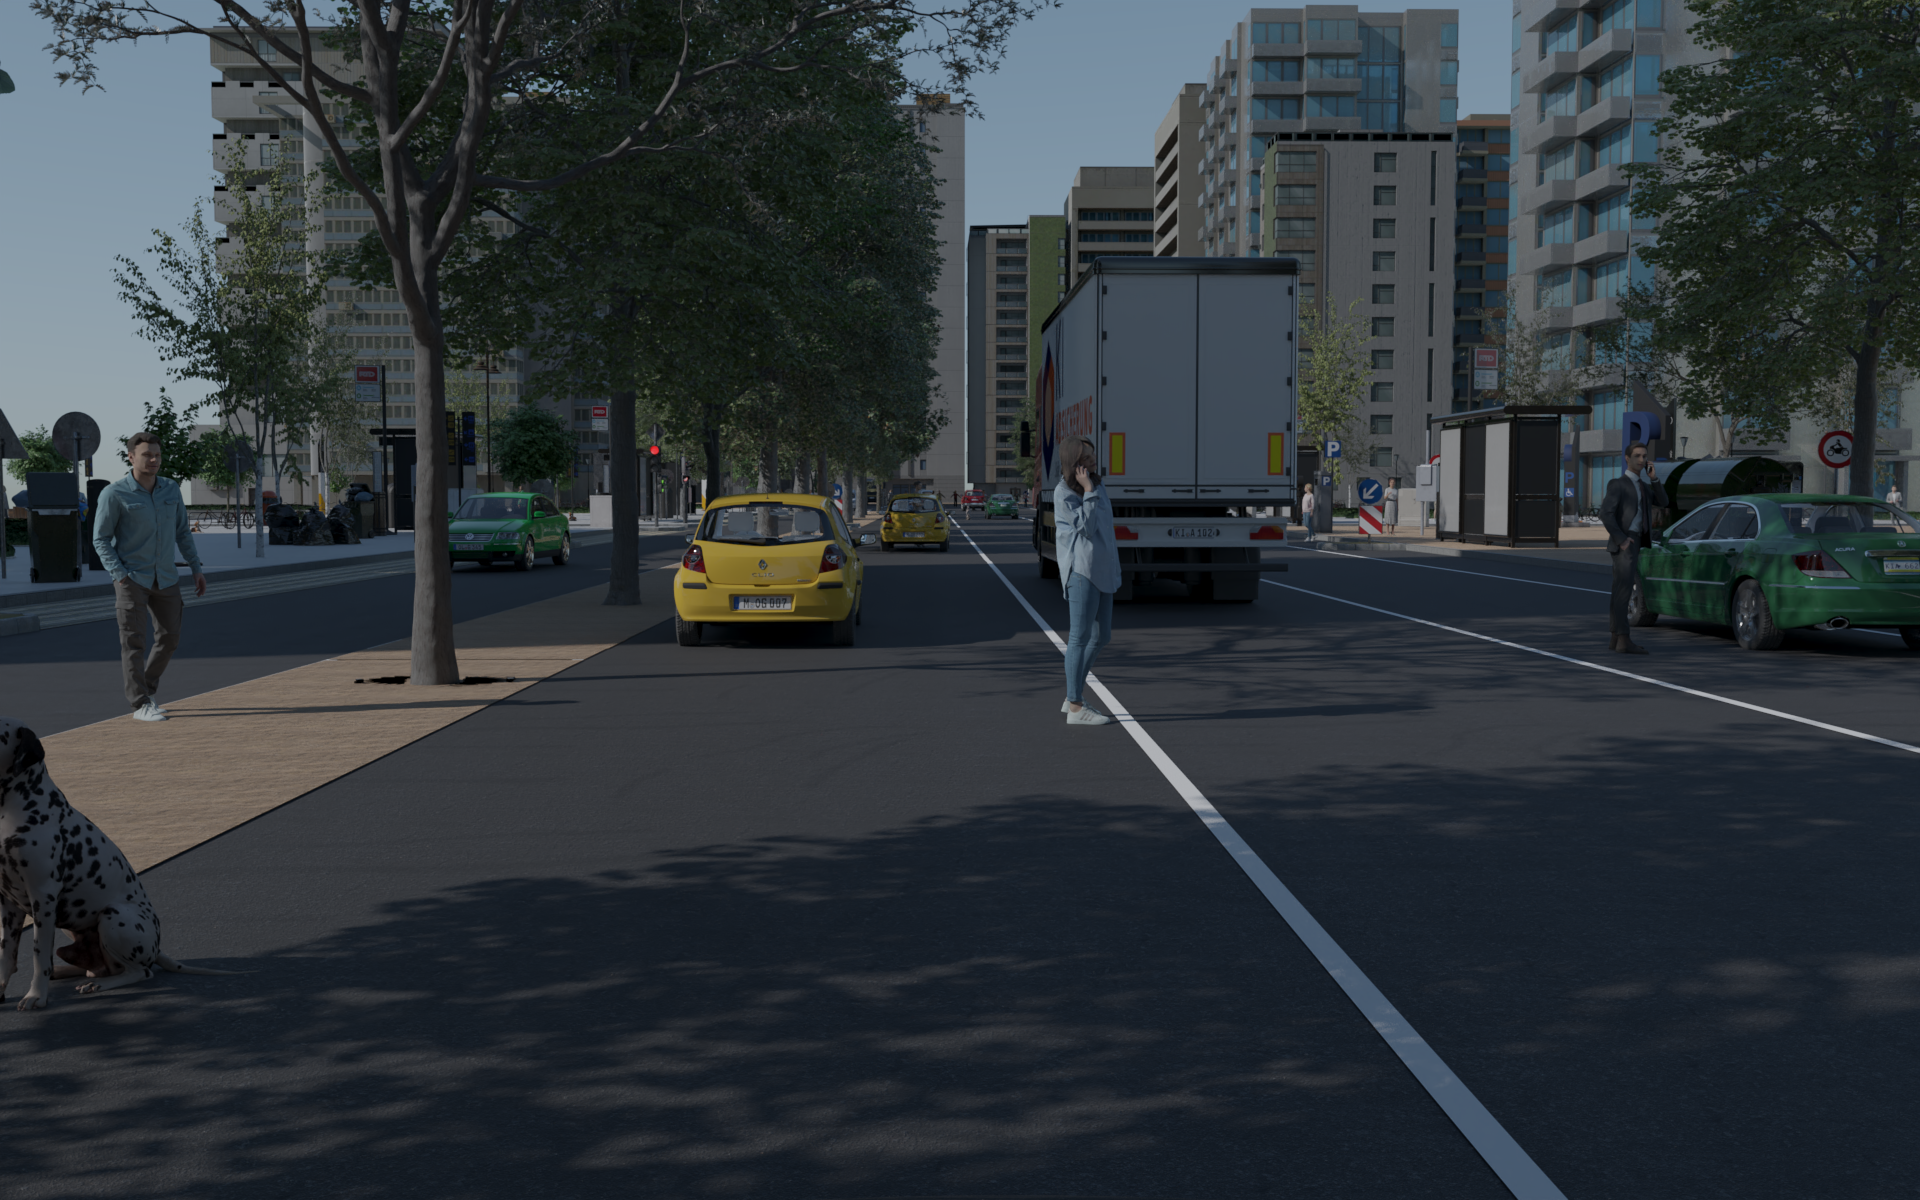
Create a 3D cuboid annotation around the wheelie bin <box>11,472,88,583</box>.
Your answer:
[{"bbox_3d":[-13.247,-1.059,25.220,0.980,1.594,0.693,-2,4,-33],"label":"wheelie bin"}]

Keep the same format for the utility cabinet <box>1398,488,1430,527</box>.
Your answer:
[{"bbox_3d":[17.670,-3.595,67.458,1.173,1.500,0.318,3,5,42],"label":"utility cabinet"}]

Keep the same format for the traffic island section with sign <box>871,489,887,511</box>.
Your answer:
[{"bbox_3d":[-6.667,-8.700,150.377,2.006,1.907,1.989,0,4,-1],"label":"traffic island section with sign"}]

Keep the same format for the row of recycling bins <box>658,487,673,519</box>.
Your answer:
[{"bbox_3d":[-16.823,-5.162,91.506,3.534,1.692,1.069,1,4,12],"label":"row of recycling bins"}]

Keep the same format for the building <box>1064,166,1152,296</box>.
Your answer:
[{"bbox_3d":[26.247,-38.830,258.568,21.600,48.544,21.300,0,4,-1],"label":"building"}]

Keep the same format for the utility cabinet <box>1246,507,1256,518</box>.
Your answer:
[{"bbox_3d":[13.908,-4.629,84.367,0.318,1.500,1.173,-2,4,-35],"label":"utility cabinet"}]

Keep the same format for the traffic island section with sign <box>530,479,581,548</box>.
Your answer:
[{"bbox_3d":[-11.154,-2.286,45.999,1.989,1.847,2.006,0,4,-1],"label":"traffic island section with sign"}]

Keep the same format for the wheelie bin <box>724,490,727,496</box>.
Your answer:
[{"bbox_3d":[-17.651,-7.348,128.045,0.980,1.594,0.693,-2,4,-25],"label":"wheelie bin"}]

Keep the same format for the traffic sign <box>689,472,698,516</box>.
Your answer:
[{"bbox_3d":[-15.918,-6.250,102.197,0.884,2.594,0.081,0,4,2],"label":"traffic sign"}]

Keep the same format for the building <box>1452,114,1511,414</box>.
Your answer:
[{"bbox_3d":[62.328,-33.509,202.500,28.867,44.769,22.147,0,4,-1],"label":"building"}]

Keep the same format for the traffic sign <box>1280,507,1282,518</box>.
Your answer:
[{"bbox_3d":[12.575,-4.147,67.804,0.884,2.594,0.081,1,4,8],"label":"traffic sign"}]

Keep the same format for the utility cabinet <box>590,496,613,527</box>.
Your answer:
[{"bbox_3d":[-13.906,-3.445,67.483,1.020,1.237,0.306,1,4,22],"label":"utility cabinet"}]

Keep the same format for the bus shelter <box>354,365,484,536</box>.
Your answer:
[{"bbox_3d":[-17.751,-4.827,56.560,2.179,5.291,8.768,0,4,-1],"label":"bus shelter"}]

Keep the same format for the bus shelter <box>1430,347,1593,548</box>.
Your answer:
[{"bbox_3d":[13.780,-4.128,45.128,2.179,5.291,8.768,0,4,-1],"label":"bus shelter"}]

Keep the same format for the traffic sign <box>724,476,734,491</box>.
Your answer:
[{"bbox_3d":[-16.237,-7.413,121.206,0.884,2.594,0.081,0,4,6],"label":"traffic sign"}]

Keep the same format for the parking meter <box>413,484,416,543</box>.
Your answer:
[{"bbox_3d":[-14.225,-2.281,45.706,0.372,1.533,0.369,0,3,0],"label":"parking meter"}]

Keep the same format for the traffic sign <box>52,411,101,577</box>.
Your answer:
[{"bbox_3d":[-13.614,-1.626,26.694,0.768,2.556,0.104,0,4,2],"label":"traffic sign"}]

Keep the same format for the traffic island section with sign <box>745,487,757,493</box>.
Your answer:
[{"bbox_3d":[-12.082,-5.607,100.302,1.989,1.847,2.006,0,4,-1],"label":"traffic island section with sign"}]

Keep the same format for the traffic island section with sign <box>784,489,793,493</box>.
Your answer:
[{"bbox_3d":[-12.541,-7.263,127.382,1.989,1.847,2.006,0,4,-1],"label":"traffic island section with sign"}]

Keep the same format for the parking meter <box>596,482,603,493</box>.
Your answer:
[{"bbox_3d":[-17.781,-4.874,85.394,0.255,1.863,0.399,-2,4,-27],"label":"parking meter"}]

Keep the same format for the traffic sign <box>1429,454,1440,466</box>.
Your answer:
[{"bbox_3d":[15.182,-3.345,54.805,0.768,2.556,0.104,0,4,6],"label":"traffic sign"}]

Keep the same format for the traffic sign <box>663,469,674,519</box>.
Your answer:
[{"bbox_3d":[-14.903,-5.368,87.873,0.768,2.556,0.104,0,4,2],"label":"traffic sign"}]

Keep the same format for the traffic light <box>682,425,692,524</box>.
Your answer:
[{"bbox_3d":[-9.849,-6.162,75.418,4.771,5.953,1.251,0,4,-1],"label":"traffic light"}]

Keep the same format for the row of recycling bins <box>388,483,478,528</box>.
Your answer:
[{"bbox_3d":[-19.971,-3.570,65.488,3.534,1.692,1.069,0,4,-6],"label":"row of recycling bins"}]

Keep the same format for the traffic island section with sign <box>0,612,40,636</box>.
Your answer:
[{"bbox_3d":[-10.659,-0.554,17.689,1.989,1.847,2.006,0,4,-1],"label":"traffic island section with sign"}]

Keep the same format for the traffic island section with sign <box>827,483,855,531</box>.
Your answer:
[{"bbox_3d":[-5.258,-3.652,67.844,2.006,1.907,1.989,0,4,-1],"label":"traffic island section with sign"}]

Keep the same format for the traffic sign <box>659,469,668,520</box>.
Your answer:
[{"bbox_3d":[-14.960,-5.289,86.586,0.768,2.556,0.104,0,4,3],"label":"traffic sign"}]

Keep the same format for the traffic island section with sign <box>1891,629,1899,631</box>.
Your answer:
[{"bbox_3d":[10.853,-0.568,17.910,1.989,1.847,2.006,0,4,-1],"label":"traffic island section with sign"}]

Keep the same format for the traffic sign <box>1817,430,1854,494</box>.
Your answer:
[{"bbox_3d":[17.447,-2.104,34.502,0.768,2.556,0.104,0,4,8],"label":"traffic sign"}]

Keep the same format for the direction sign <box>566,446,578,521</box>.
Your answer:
[{"bbox_3d":[-18.363,-5.507,82.031,0.379,3.537,0.876,2,4,27],"label":"direction sign"}]

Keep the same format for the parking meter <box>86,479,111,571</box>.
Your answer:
[{"bbox_3d":[-14.479,-1.269,29.153,0.372,1.533,0.369,0,3,0],"label":"parking meter"}]

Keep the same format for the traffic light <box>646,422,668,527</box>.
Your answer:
[{"bbox_3d":[-11.803,-4.798,67.364,0.839,4.253,0.868,0,4,-1],"label":"traffic light"}]

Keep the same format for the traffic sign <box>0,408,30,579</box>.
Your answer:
[{"bbox_3d":[-14.515,-1.604,26.225,0.884,2.594,0.081,0,4,4],"label":"traffic sign"}]

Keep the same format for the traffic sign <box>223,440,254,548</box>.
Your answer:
[{"bbox_3d":[-17.089,-2.501,40.995,0.768,2.556,0.104,0,4,6],"label":"traffic sign"}]

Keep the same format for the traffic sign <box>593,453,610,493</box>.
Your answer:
[{"bbox_3d":[-17.219,-5.675,86.667,2.265,3.308,0.079,0,4,3],"label":"traffic sign"}]

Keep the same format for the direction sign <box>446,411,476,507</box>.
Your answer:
[{"bbox_3d":[-13.716,-3.392,47.464,0.876,3.537,0.379,-2,4,-27],"label":"direction sign"}]

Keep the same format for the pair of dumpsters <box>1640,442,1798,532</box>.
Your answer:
[{"bbox_3d":[14.756,-1.937,34.171,1.574,2.255,4.437,0,4,-1],"label":"pair of dumpsters"}]

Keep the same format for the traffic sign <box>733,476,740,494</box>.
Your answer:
[{"bbox_3d":[-15.709,-7.544,123.344,0.884,2.594,0.081,0,3,0],"label":"traffic sign"}]

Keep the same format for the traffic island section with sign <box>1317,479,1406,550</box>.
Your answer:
[{"bbox_3d":[10.389,-2.232,45.121,1.989,1.847,2.006,0,4,-1],"label":"traffic island section with sign"}]

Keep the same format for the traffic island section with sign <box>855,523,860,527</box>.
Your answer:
[{"bbox_3d":[-5.375,-4.105,75.250,2.006,1.907,1.989,0,4,-1],"label":"traffic island section with sign"}]

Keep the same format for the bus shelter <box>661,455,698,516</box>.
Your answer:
[{"bbox_3d":[-17.043,-7.007,105.846,1.731,3.624,6.357,0,4,-1],"label":"bus shelter"}]

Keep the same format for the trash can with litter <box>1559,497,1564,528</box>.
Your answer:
[{"bbox_3d":[22.215,-3.295,65.264,0.624,1.170,1.055,-2,4,-26],"label":"trash can with litter"}]

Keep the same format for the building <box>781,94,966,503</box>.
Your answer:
[{"bbox_3d":[-13.473,-43.775,257.718,28.212,58.520,21.231,0,4,-1],"label":"building"}]

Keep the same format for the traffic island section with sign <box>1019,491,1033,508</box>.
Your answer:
[{"bbox_3d":[7.665,-12.012,205.028,1.989,1.847,2.006,0,4,-1],"label":"traffic island section with sign"}]

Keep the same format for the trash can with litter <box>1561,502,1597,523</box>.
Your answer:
[{"bbox_3d":[27.194,-4.056,77.368,1.678,1.210,2.233,-2,4,-27],"label":"trash can with litter"}]

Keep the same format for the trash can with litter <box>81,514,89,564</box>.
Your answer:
[{"bbox_3d":[-16.181,-1.263,32.031,0.624,1.170,1.055,1,4,11],"label":"trash can with litter"}]

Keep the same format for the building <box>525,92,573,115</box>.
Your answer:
[{"bbox_3d":[-70.082,-43.704,256.558,28.212,58.520,21.231,0,4,-1],"label":"building"}]

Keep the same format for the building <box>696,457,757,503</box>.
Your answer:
[{"bbox_3d":[-34.559,-34.913,254.423,14.086,41.232,14.154,0,4,-1],"label":"building"}]

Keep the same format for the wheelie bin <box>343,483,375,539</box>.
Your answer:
[{"bbox_3d":[-17.273,-2.565,49.839,0.980,1.594,0.693,1,4,23],"label":"wheelie bin"}]

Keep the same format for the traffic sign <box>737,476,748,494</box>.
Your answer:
[{"bbox_3d":[-15.306,-7.449,121.889,0.768,2.556,0.104,0,4,1],"label":"traffic sign"}]

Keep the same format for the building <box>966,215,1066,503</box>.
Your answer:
[{"bbox_3d":[8.089,-34.965,255.269,14.086,41.232,14.154,0,4,-1],"label":"building"}]

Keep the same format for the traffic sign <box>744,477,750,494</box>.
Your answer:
[{"bbox_3d":[-15.236,-7.479,122.383,0.768,2.556,0.104,1,4,8],"label":"traffic sign"}]

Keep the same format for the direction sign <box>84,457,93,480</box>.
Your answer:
[{"bbox_3d":[-39.801,-5.331,79.164,0.379,3.537,0.876,0,4,-6],"label":"direction sign"}]
